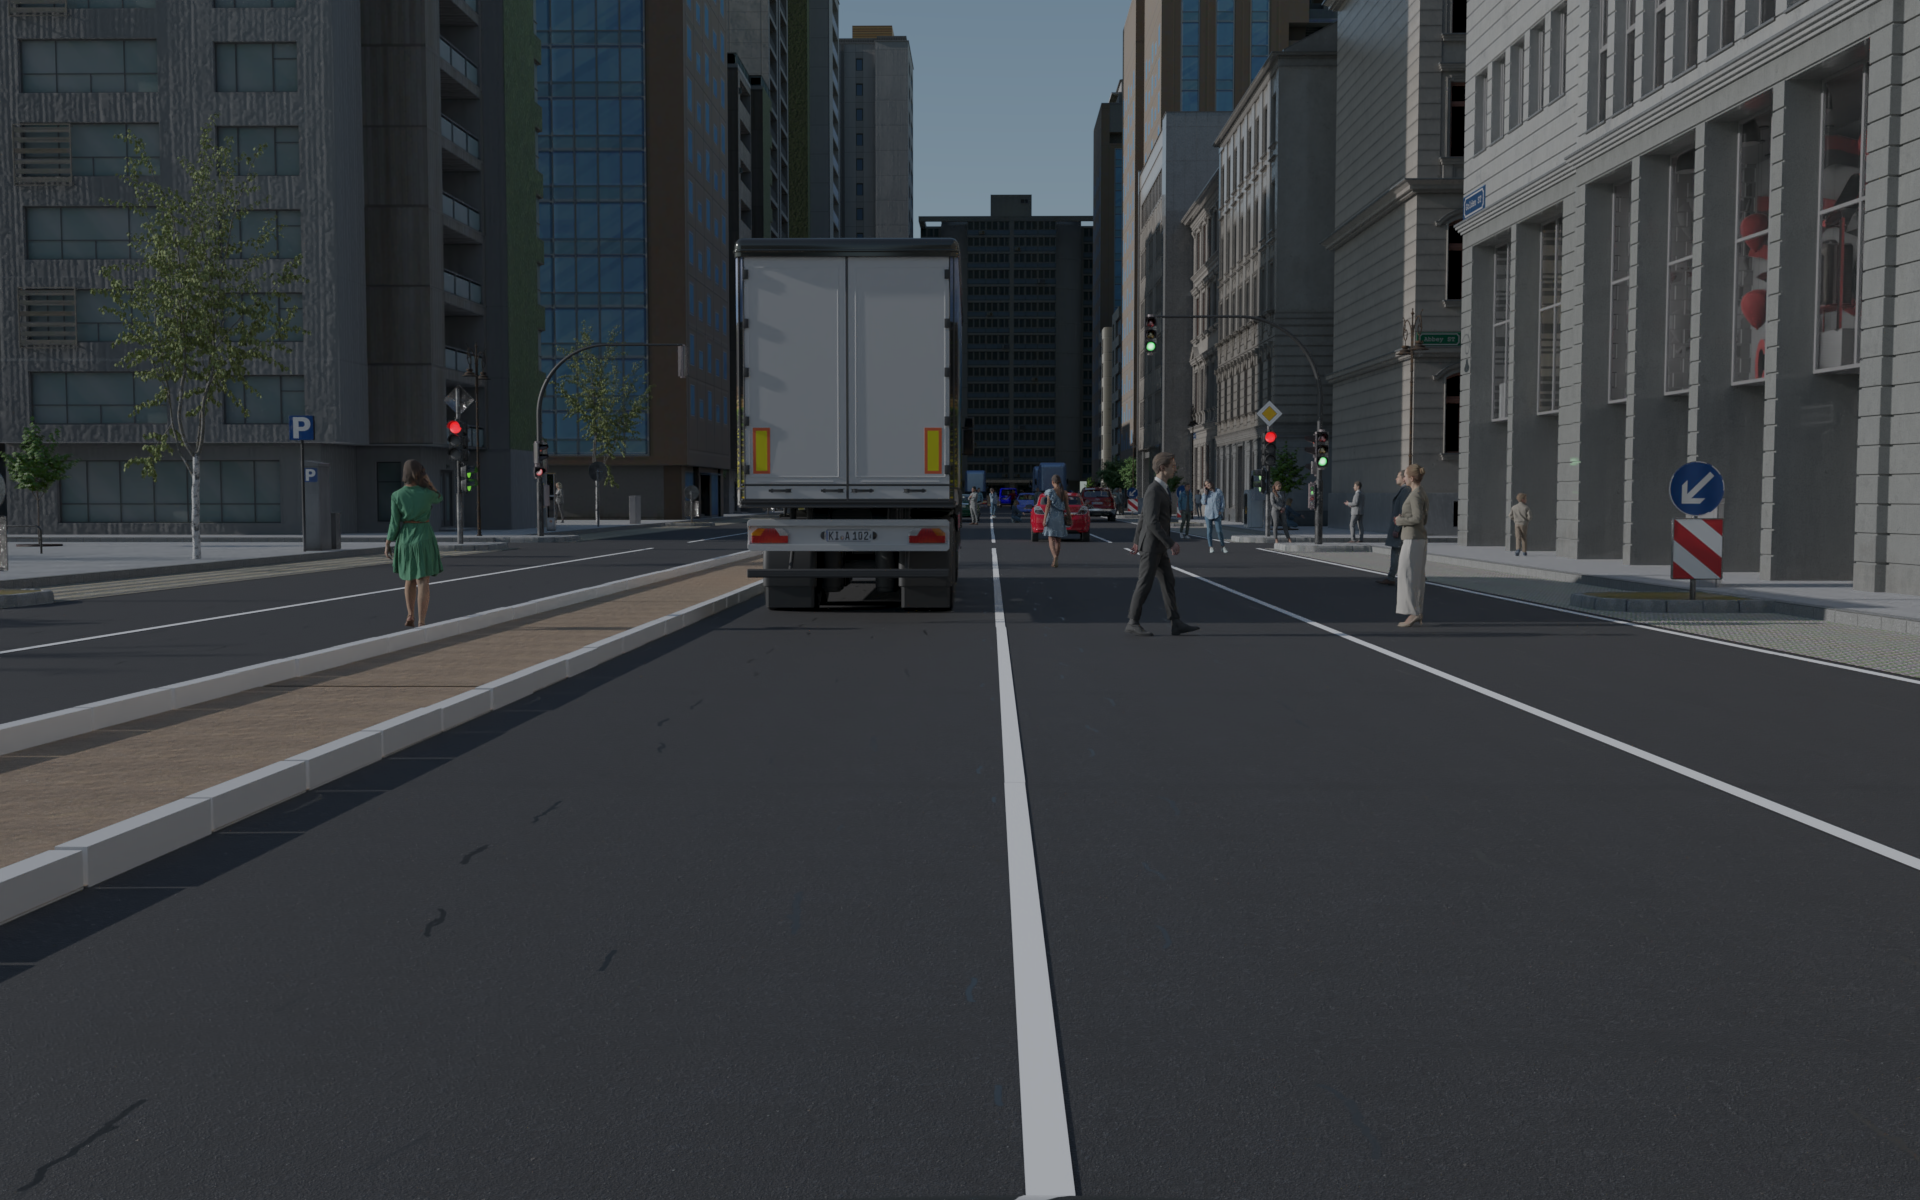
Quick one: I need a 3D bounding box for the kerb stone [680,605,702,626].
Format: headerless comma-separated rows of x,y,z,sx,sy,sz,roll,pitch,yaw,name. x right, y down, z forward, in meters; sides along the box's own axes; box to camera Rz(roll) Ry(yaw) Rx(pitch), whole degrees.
-3.020,0.189,19.112,0.120,0.150,1.000,0,4,1,kerb stone

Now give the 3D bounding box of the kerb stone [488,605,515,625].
-5.134,0.188,19.116,0.120,0.150,1.000,0,4,1,kerb stone

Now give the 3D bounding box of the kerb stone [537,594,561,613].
-5.087,0.063,21.160,0.120,0.150,1.000,0,4,1,kerb stone

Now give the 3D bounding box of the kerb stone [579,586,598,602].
-5.057,-0.062,23.203,0.120,0.150,1.000,0,4,1,kerb stone

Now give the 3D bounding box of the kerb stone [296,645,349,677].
-5.203,0.501,13.997,0.120,0.150,1.000,0,4,1,kerb stone

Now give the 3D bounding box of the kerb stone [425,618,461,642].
-5.155,0.314,17.067,0.120,0.150,1.000,0,4,1,kerb stone

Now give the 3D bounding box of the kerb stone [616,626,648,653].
-3.074,0.376,16.046,0.120,0.150,1.000,0,4,1,kerb stone

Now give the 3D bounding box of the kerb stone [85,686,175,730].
-5.267,0.689,10.923,0.120,0.150,1.000,0,4,1,kerb stone

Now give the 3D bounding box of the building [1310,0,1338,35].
22.086,-29.800,137.343,14.600,45.320,14.200,0,4,1,building

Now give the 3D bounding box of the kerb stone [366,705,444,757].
-3.182,0.752,9.900,0.120,0.150,1.000,0,4,1,kerb stone

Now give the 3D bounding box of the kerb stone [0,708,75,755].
-5.277,0.752,9.894,0.120,0.150,1.000,0,4,1,kerb stone

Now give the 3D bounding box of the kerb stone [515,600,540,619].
-5.110,0.133,20.138,0.120,0.150,1.000,0,4,1,kerb stone

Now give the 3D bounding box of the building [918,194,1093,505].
6.615,-32.753,227.386,23.993,40.220,32.217,0,4,1,building

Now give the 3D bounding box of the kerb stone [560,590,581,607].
-5.071,0.001,22.181,0.120,0.150,1.000,0,4,1,kerb stone

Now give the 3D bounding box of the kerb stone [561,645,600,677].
-3.103,0.507,14.002,0.120,0.150,1.000,0,4,1,kerb stone

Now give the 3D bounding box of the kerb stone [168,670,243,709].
-5.241,0.627,11.948,0.120,0.150,1.000,0,4,1,kerb stone

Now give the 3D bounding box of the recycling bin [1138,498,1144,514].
12.029,-6.171,113.454,0.722,1.027,0.722,0,4,2,recycling bin

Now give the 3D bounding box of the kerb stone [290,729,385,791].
-3.194,0.816,8.862,0.120,0.150,1.000,0,4,1,kerb stone

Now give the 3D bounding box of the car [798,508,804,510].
-5.740,-3.580,68.762,2.015,1.641,3.980,0,4,-1,car

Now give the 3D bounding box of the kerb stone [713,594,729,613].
-2.990,0.067,21.156,0.120,0.150,1.000,0,4,1,kerb stone

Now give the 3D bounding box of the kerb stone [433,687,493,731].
-3.163,0.696,10.924,0.120,0.150,1.000,0,4,1,kerb stone

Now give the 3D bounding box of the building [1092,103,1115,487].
22.227,-33.298,194.540,14.600,45.320,14.200,0,4,1,building

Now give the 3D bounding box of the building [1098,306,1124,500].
28.641,-20.098,173.646,27.650,21.520,28.899,0,4,1,building

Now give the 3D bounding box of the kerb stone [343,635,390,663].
-5.197,0.439,15.019,0.120,0.150,1.000,0,4,1,kerb stone

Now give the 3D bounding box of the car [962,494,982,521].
0.118,-4.917,92.190,2.131,1.459,4.920,0,4,0,car

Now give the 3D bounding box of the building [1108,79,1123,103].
32.332,-38.899,225.235,27.495,52.752,28.713,0,4,1,building

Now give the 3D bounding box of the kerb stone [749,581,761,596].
-2.939,-0.124,24.224,0.120,0.150,1.000,0,4,1,kerb stone

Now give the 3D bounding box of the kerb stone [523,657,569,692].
-3.131,0.566,12.976,0.120,0.150,1.000,0,4,1,kerb stone

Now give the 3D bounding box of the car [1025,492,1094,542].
3.090,-2.726,53.605,2.155,1.783,4.494,0,4,2,car

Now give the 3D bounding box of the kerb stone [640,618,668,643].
-3.060,0.314,17.068,0.120,0.150,1.000,0,4,1,kerb stone

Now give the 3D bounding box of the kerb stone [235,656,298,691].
-5.238,0.564,12.972,0.120,0.150,1.000,0,4,1,kerb stone

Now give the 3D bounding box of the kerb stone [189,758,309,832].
-3.215,0.880,7.834,0.120,0.150,1.000,0,4,1,kerb stone

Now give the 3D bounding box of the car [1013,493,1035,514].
4.389,-6.283,112.324,1.945,1.707,3.694,0,4,2,car

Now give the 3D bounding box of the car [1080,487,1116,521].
7.237,-5.125,92.462,2.281,1.827,5.304,0,4,3,car

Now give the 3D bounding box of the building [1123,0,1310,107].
21.581,-30.668,151.527,14.600,45.320,14.200,0,4,1,building

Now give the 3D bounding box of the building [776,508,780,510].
-28.141,-18.191,142.459,27.650,21.520,28.899,0,4,1,building

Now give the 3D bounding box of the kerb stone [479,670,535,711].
-3.140,0.626,11.954,0.120,0.150,1.000,0,4,1,kerb stone

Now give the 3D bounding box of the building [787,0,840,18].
-27.648,-39.712,191.295,28.212,58.520,21.231,0,4,1,building

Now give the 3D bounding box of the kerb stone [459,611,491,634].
-5.134,0.251,18.089,0.120,0.150,1.000,0,4,1,kerb stone

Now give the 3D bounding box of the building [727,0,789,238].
-24.929,-44.486,165.601,20.563,71.187,20.611,0,4,1,building

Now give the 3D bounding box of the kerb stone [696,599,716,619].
-3.008,0.128,20.134,0.120,0.150,1.000,0,4,1,kerb stone

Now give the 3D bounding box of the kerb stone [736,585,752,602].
-2.947,-0.061,23.201,0.120,0.150,1.000,0,4,1,kerb stone

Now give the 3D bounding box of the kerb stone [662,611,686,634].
-3.039,0.251,18.090,0.120,0.150,1.000,0,4,1,kerb stone

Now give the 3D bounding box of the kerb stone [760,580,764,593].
-2.923,-0.185,25.246,0.120,0.150,1.000,0,4,1,kerb stone

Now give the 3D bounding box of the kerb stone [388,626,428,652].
-5.179,0.381,16.041,0.120,0.150,1.000,0,4,1,kerb stone

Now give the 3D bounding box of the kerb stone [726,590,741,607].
-2.968,0.003,22.179,0.120,0.150,1.000,0,4,1,kerb stone

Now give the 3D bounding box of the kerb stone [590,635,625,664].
-3.093,0.439,15.024,0.120,0.150,1.000,0,4,1,kerb stone

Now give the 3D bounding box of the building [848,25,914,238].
-20.111,-41.590,221.994,28.212,58.520,21.231,0,4,1,building
